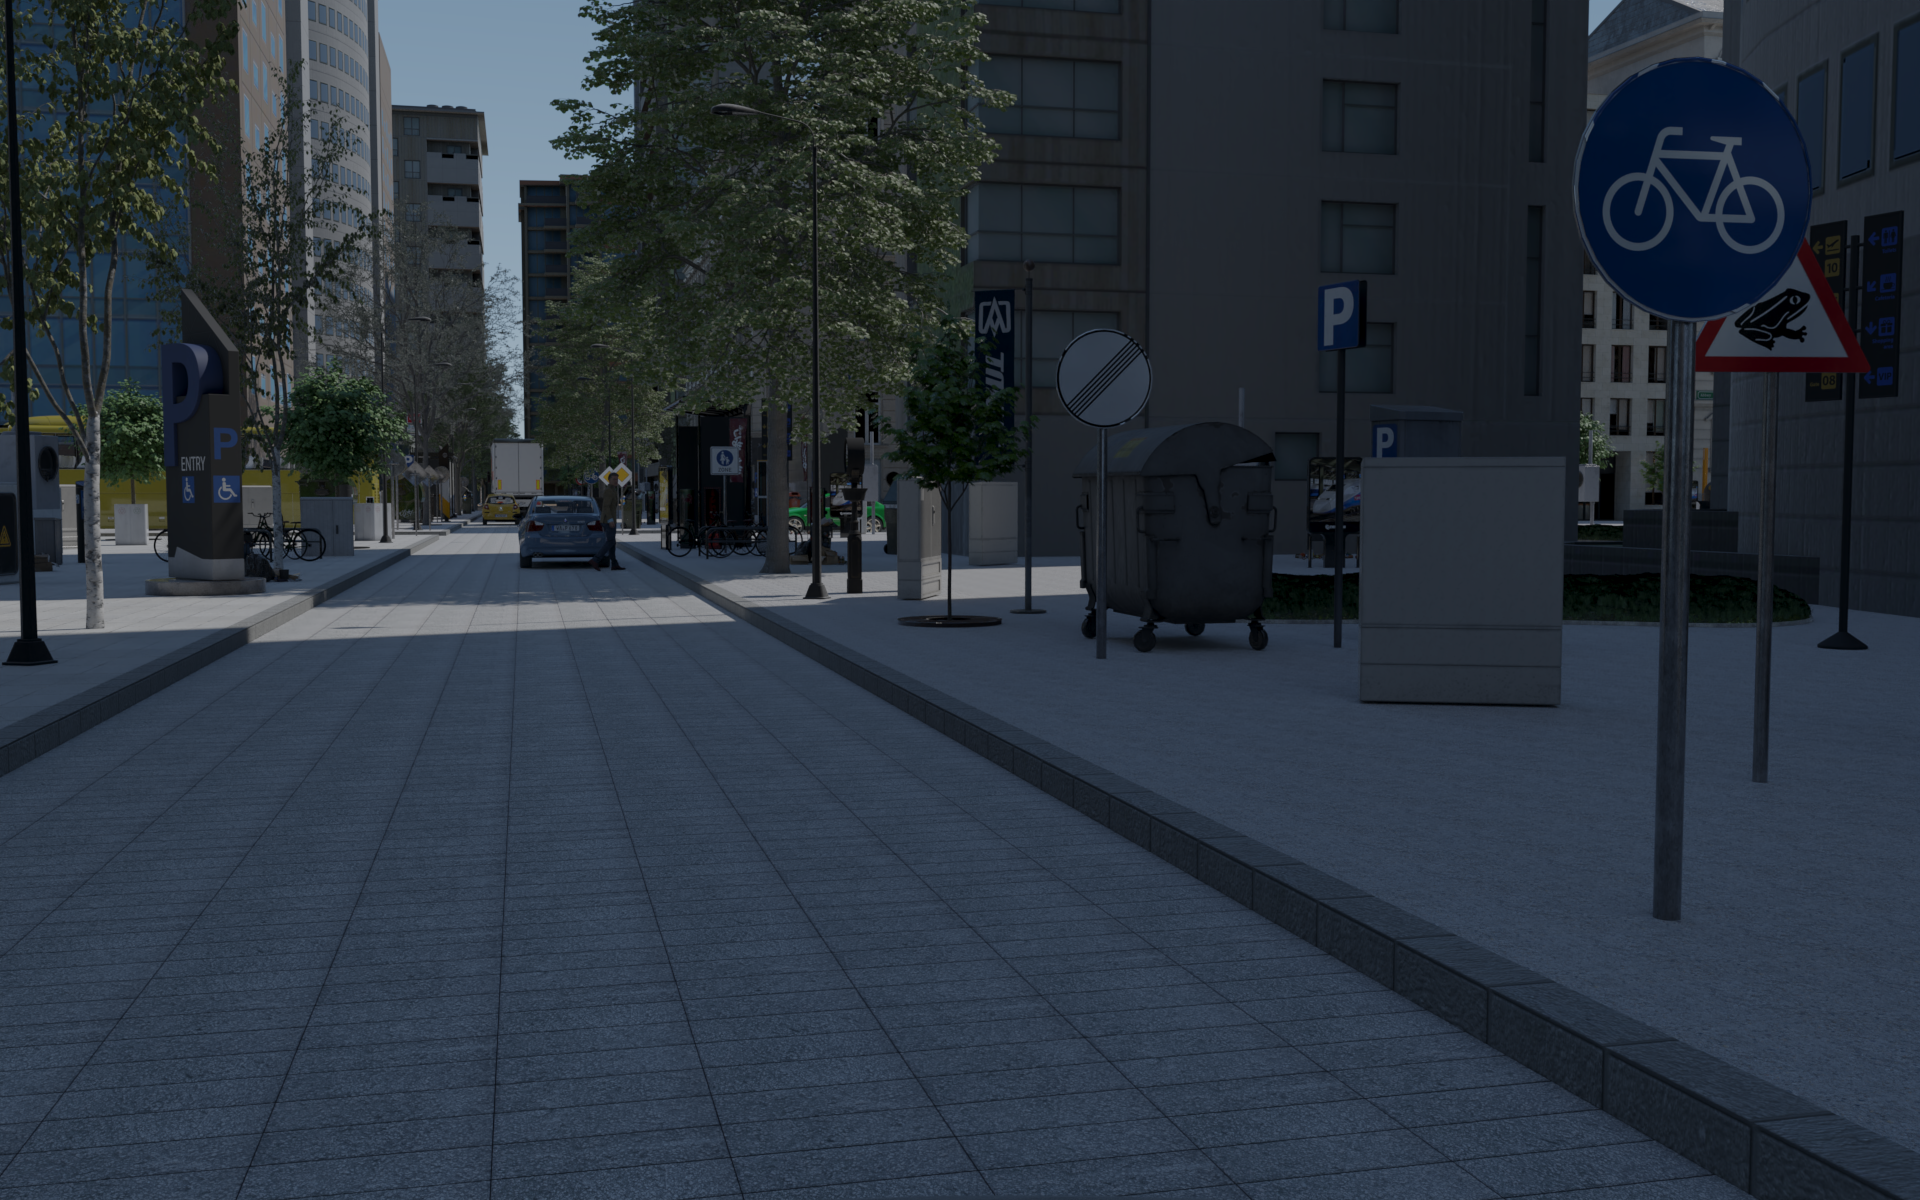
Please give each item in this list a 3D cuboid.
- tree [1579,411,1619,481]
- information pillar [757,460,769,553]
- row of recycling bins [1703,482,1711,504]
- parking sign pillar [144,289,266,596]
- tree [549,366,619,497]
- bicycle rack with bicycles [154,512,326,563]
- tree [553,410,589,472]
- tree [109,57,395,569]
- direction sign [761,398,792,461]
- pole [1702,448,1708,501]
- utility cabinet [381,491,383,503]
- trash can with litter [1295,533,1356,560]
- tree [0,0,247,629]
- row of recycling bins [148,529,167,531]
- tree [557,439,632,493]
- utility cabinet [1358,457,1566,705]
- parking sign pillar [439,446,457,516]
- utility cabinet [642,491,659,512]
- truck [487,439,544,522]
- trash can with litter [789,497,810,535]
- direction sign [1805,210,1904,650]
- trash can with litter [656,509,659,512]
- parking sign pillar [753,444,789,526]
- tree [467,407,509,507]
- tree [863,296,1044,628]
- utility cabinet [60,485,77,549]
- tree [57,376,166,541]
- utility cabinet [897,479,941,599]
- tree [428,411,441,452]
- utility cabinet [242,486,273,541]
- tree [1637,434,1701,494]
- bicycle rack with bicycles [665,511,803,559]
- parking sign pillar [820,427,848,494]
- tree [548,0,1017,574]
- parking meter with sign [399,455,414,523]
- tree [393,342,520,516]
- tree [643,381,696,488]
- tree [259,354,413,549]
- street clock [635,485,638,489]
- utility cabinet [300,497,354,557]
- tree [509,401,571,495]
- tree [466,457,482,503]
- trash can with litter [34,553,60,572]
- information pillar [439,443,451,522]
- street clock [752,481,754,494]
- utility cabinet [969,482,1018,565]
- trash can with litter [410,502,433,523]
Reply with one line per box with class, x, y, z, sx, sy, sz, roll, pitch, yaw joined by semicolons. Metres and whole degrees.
tree;20.564;-4.586;58.694;4.285;4.588;4.351;0;3;0
information pillar;-4.190;-2.026;37.625;0.304;2.012;0.304;2;4;34
row of recycling bins;22.509;-2.559;48.946;1.069;1.692;3.534;-1;4;-23
parking sign pillar;-9.769;-2.071;22.333;1.447;3.967;1.447;3;5;42
tree;-21.166;-9.043;98.221;4.737;8.622;4.395;0;3;0
bicycle rack with bicycles;-13.483;-1.216;33.262;2.925;0.926;2.852;1;4;11
tree;-30.833;-11.638;140.647;4.360;8.622;3.978;0;3;0
tree;-11.587;-4.781;28.536;4.360;8.622;3.978;0;3;0
direction sign;-4.304;-2.982;40.758;0.876;3.537;0.379;2;4;31
pole;32.967;-5.066;76.670;0.158;3.312;0.155;0;3;0
utility cabinet;-34.666;-5.852;104.359;0.318;1.500;1.173;-2;4;-26
trash can with litter;7.594;-1.439;34.591;2.233;1.210;1.678;-1;4;-16
tree;-8.476;-4.036;16.353;4.737;8.622;4.395;0;3;0
row of recycling bins;-28.074;-3.358;62.010;1.069;1.692;3.534;1;4;12
tree;-19.241;-6.703;93.308;4.285;4.588;4.351;0;3;0
utility cabinet;3.047;-0.116;10.582;1.173;1.500;0.318;1;4;10
parking sign pillar;-28.787;-6.605;96.457;1.447;3.967;1.447;-3;5;-40
utility cabinet;-22.405;-7.127;125.207;1.173;1.500;0.318;-1;4;-18
truck;-23.943;-6.384;93.289;2.839;4.237;11.283;-1;4;-16
trash can with litter;-5.018;-2.693;55.093;2.233;1.210;1.678;-3;4;-38
direction sign;7.349;-1.365;14.315;0.379;3.537;0.876;-1;4;-22
trash can with litter;-20.217;-6.437;116.640;1.055;1.170;0.624;0;4;-2
parking sign pillar;-7.347;-4.836;67.546;1.447;3.967;1.447;-2;4;-30
tree;-55.657;-16.909;202.211;9.928;11.665;9.643;0;3;0
tree;-0.208;-1.367;16.947;1.663;3.219;1.824;0;3;0
utility cabinet;-20.913;-1.919;40.048;0.318;1.500;1.173;2;4;29
tree;-23.128;-3.941;48.143;4.285;4.588;4.351;0;3;0
utility cabinet;-0.486;-0.778;21.403;0.318;1.500;1.173;1;4;11
tree;-37.643;-13.140;132.972;7.486;12.596;7.792;0;3;0
utility cabinet;-18.820;-2.270;45.796;1.173;1.500;0.318;-2;4;-30
tree;21.594;-3.585;53.212;1.663;3.219;1.824;0;3;0
bicycle rack with bicycles;-4.510;-1.335;35.216;2.925;0.926;2.852;-1;4;-12
parking sign pillar;-4.850;-4.650;64.502;1.447;3.967;1.447;-2;4;-24
tree;-2.952;-6.733;28.207;7.486;12.596;7.792;0;3;0
parking meter with sign;-24.989;-4.987;77.800;0.543;3.016;1.738;-2;4;-31
tree;-30.061;-10.305;102.898;8.767;10.594;7.601;1;4;17
tree;-18.531;-9.850;111.410;4.360;8.622;3.978;0;3;0
tree;-14.583;-3.481;40.625;4.285;4.588;4.351;0;3;0
street clock;-25.499;-8.015;135.608;0.471;2.002;0.358;-2;4;-24
utility cabinet;-13.063;-1.504;35.760;1.020;1.237;0.306;-1;4;-19
tree;-44.029;-16.332;192.788;9.928;11.665;9.643;0;3;0
tree;-54.304;-14.975;195.206;4.737;8.622;4.395;0;3;0
trash can with litter;-15.501;-1.052;28.585;1.055;1.170;0.624;-3;4;-38
information pillar;-23.692;-5.397;79.595;0.504;3.616;0.183;1;4;14
street clock;-10.880;-5.379;92.521;0.358;2.002;0.471;3;5;44
utility cabinet;0.595;-1.380;31.248;0.318;1.500;1.173;2;4;34
trash can with litter;-23.587;-3.925;75.568;0.624;1.170;1.055;3;5;41
